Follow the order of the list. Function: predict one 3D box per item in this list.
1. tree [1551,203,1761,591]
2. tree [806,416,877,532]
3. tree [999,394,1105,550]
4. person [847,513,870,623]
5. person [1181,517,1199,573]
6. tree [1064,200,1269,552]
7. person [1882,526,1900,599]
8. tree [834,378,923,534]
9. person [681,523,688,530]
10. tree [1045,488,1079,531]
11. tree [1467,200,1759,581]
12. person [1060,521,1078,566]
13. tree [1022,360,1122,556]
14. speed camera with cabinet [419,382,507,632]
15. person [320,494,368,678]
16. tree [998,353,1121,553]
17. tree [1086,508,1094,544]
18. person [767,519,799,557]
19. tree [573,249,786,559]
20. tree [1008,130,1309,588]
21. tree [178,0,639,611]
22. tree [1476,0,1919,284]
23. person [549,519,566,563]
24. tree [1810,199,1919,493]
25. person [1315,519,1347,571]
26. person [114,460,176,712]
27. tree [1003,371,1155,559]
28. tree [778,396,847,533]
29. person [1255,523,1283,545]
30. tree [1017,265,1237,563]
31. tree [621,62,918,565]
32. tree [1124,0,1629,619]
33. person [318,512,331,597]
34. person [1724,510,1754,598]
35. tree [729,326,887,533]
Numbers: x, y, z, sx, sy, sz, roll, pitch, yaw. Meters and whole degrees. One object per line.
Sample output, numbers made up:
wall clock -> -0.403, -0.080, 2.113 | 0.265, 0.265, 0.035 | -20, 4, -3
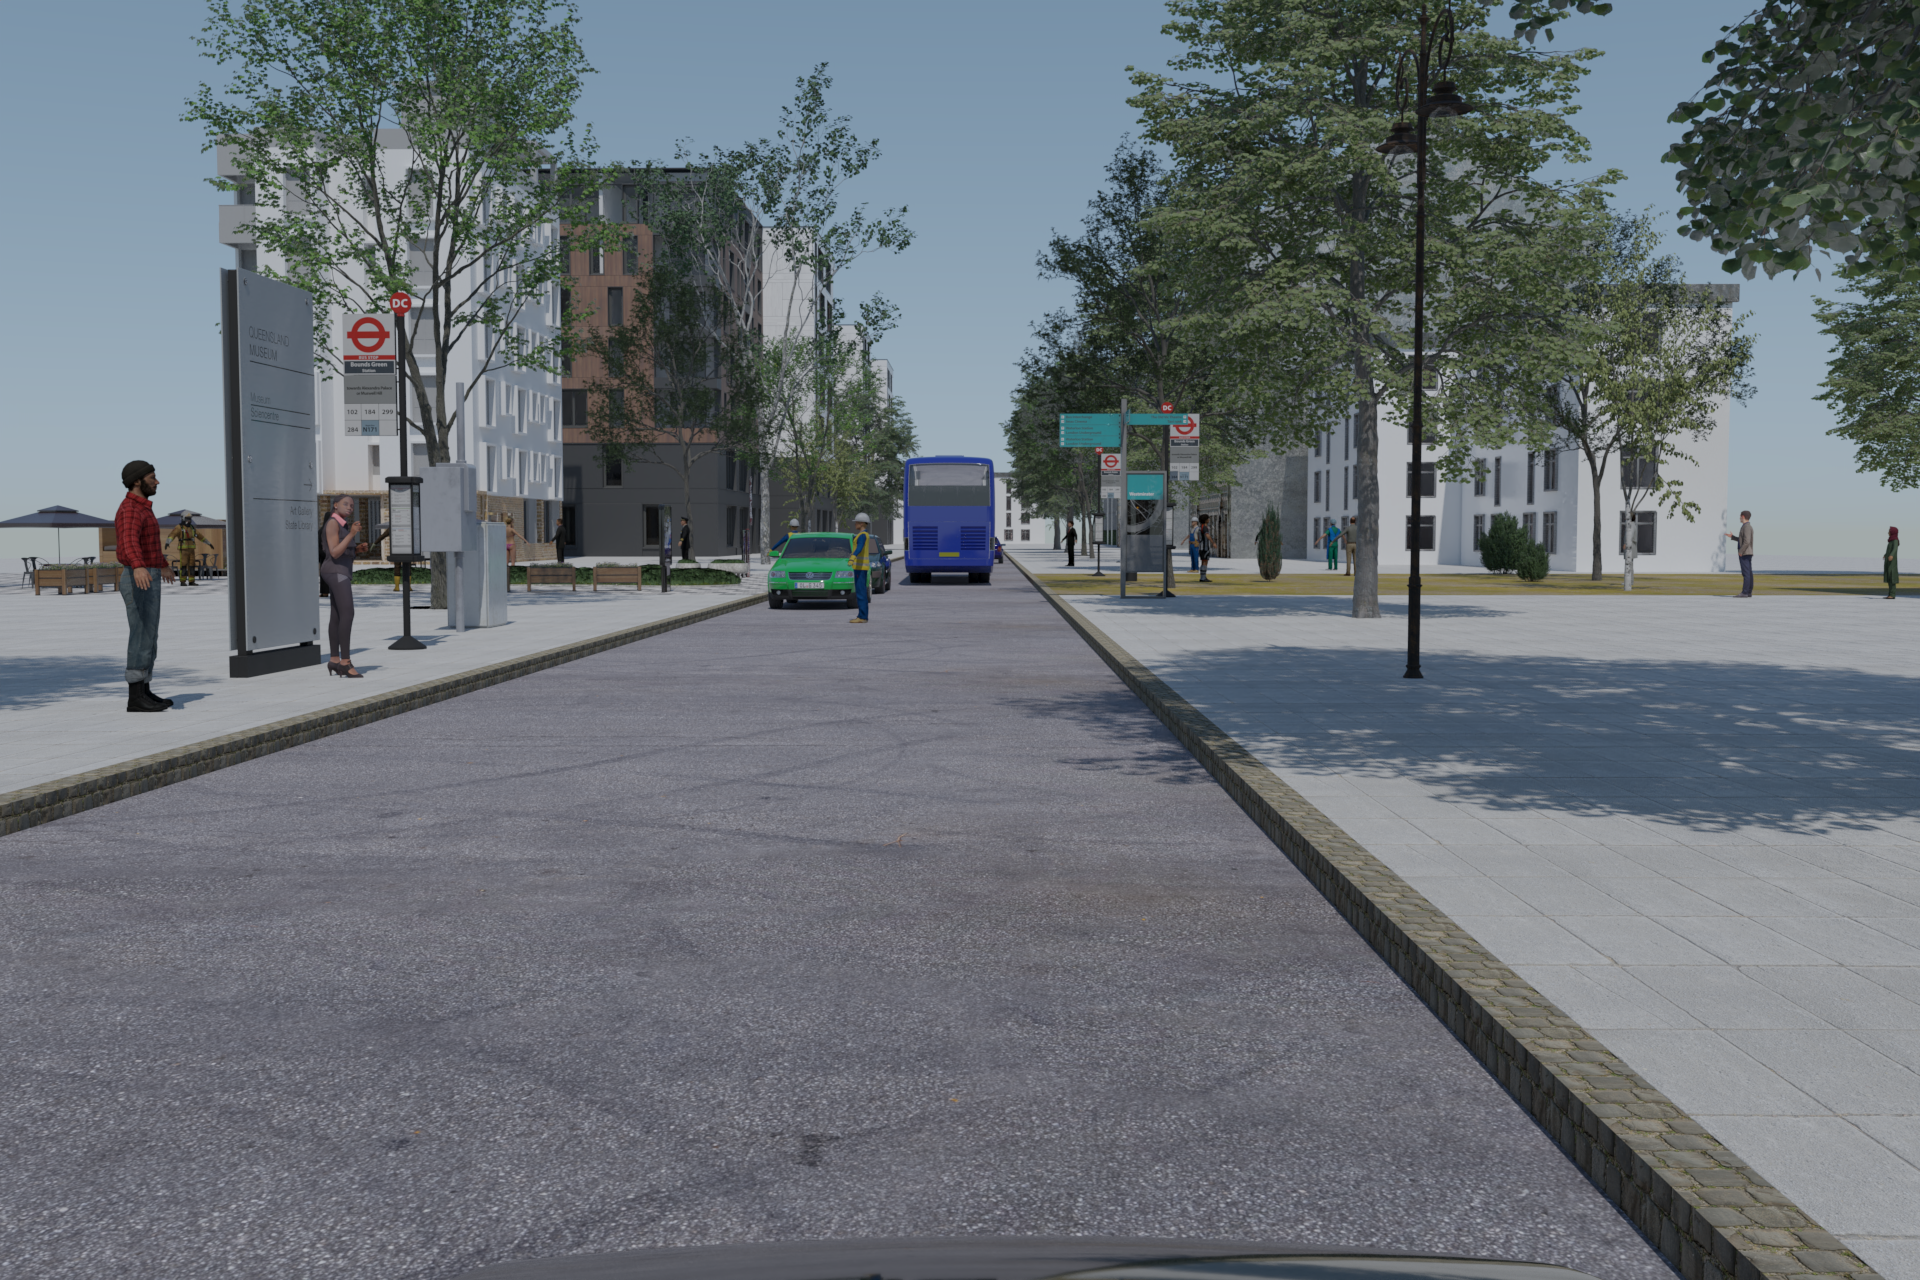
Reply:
tree -> 15.210, -5.407, 38.772 | 4.737, 8.622, 4.395 | 0, 3, 0
tree -> -7.176, -9.399, 104.033 | 4.737, 8.622, 4.395 | 0, 3, 0
tree -> 7.775, -14.210, 138.980 | 9.857, 13.997, 8.962 | 0, 3, 0
person -> -1.675, -1.164, 27.953 | 0.721, 1.772, 1.216 | 0, 4, 4
person -> 7.737, -3.146, 57.298 | 0.705, 1.847, 1.347 | -2, 4, -24
tree -> 7.284, -8.661, 59.733 | 7.486, 12.596, 7.792 | 0, 3, 0
person -> 18.296, -1.524, 34.132 | 0.599, 1.438, 0.989 | 1, 4, 22
tree -> -7.564, -14.221, 139.161 | 9.857, 13.997, 8.962 | 0, 3, 0
person -> -10.185, -3.562, 64.370 | 0.705, 1.813, 1.348 | -1, 4, -8
tree -> 8.040, -10.878, 128.214 | 4.360, 8.622, 3.978 | 0, 3, 0
tree -> 17.787, -6.924, 47.619 | 8.767, 10.594, 7.601 | 3, 5, 41
person -> 4.377, -3.824, 68.707 | 0.705, 1.806, 1.347 | -2, 4, -23
tree -> 7.111, -10.727, 101.135 | 9.928, 11.665, 9.643 | 0, 3, 0
speed camera with cabinet -> -6.694, -1.776, 23.375 | 0.660, 3.252, 2.038 | 0, 4, 1
person -> -5.507, -0.494, 15.585 | 0.593, 1.643, 0.415 | 2, 4, 32
tree -> 7.406, -12.853, 116.796 | 9.857, 13.997, 8.962 | 0, 3, 0
tree -> 17.500, -18.582, 229.572 | 9.928, 11.665, 9.643 | 0, 3, 0
person -> -3.775, -1.850, 39.173 | 1.216, 1.772, 0.721 | -1, 4, -23
tree -> -9.238, -7.527, 57.474 | 7.601, 10.594, 8.767 | 0, 4, -1
tree -> 4.629, -6.505, 40.776 | 7.601, 10.594, 8.767 | 0, 4, 2
tree -> -8.975, -6.340, 29.413 | 9.928, 11.665, 9.643 | 0, 3, 0
tree -> 5.674, -6.159, 7.360 | 9.857, 13.997, 8.962 | 0, 3, 0
person -> -13.462, -3.178, 58.192 | 0.704, 1.802, 1.346 | 0, 4, 7
tree -> 29.032, -8.164, 51.609 | 7.486, 12.596, 7.792 | 0, 3, 0
person -> 13.114, -3.357, 61.011 | 1.347, 1.817, 0.704 | -2, 4, -24
person -> -5.910, -0.396, 12.581 | 0.704, 1.816, 1.345 | -1, 4, -17
tree -> 6.721, -9.524, 90.124 | 8.767, 10.594, 7.601 | -2, 4, -32
tree -> -8.111, -8.733, 93.139 | 4.737, 8.622, 4.395 | 0, 3, 0
person -> 10.022, -3.036, 56.351 | 0.721, 1.740, 1.216 | -3, 4, -36
tree -> 7.761, -10.217, 77.413 | 12.009, 13.543, 11.850 | 0, 3, 0
tree -> -7.804, -13.156, 70.982 | 12.611, 20.169, 13.585 | 0, 3, 0
tree -> 5.874, -6.624, 26.423 | 7.486, 12.596, 7.792 | 0, 3, 0
person -> -12.848, -1.736, 35.162 | 0.721, 1.737, 1.214 | 2, 4, 32
person -> 15.754, -1.745, 35.112 | 0.617, 1.759, 0.750 | -3, 5, -43
tree -> -7.623, -9.767, 85.445 | 9.928, 11.665, 9.643 | 0, 3, 0
